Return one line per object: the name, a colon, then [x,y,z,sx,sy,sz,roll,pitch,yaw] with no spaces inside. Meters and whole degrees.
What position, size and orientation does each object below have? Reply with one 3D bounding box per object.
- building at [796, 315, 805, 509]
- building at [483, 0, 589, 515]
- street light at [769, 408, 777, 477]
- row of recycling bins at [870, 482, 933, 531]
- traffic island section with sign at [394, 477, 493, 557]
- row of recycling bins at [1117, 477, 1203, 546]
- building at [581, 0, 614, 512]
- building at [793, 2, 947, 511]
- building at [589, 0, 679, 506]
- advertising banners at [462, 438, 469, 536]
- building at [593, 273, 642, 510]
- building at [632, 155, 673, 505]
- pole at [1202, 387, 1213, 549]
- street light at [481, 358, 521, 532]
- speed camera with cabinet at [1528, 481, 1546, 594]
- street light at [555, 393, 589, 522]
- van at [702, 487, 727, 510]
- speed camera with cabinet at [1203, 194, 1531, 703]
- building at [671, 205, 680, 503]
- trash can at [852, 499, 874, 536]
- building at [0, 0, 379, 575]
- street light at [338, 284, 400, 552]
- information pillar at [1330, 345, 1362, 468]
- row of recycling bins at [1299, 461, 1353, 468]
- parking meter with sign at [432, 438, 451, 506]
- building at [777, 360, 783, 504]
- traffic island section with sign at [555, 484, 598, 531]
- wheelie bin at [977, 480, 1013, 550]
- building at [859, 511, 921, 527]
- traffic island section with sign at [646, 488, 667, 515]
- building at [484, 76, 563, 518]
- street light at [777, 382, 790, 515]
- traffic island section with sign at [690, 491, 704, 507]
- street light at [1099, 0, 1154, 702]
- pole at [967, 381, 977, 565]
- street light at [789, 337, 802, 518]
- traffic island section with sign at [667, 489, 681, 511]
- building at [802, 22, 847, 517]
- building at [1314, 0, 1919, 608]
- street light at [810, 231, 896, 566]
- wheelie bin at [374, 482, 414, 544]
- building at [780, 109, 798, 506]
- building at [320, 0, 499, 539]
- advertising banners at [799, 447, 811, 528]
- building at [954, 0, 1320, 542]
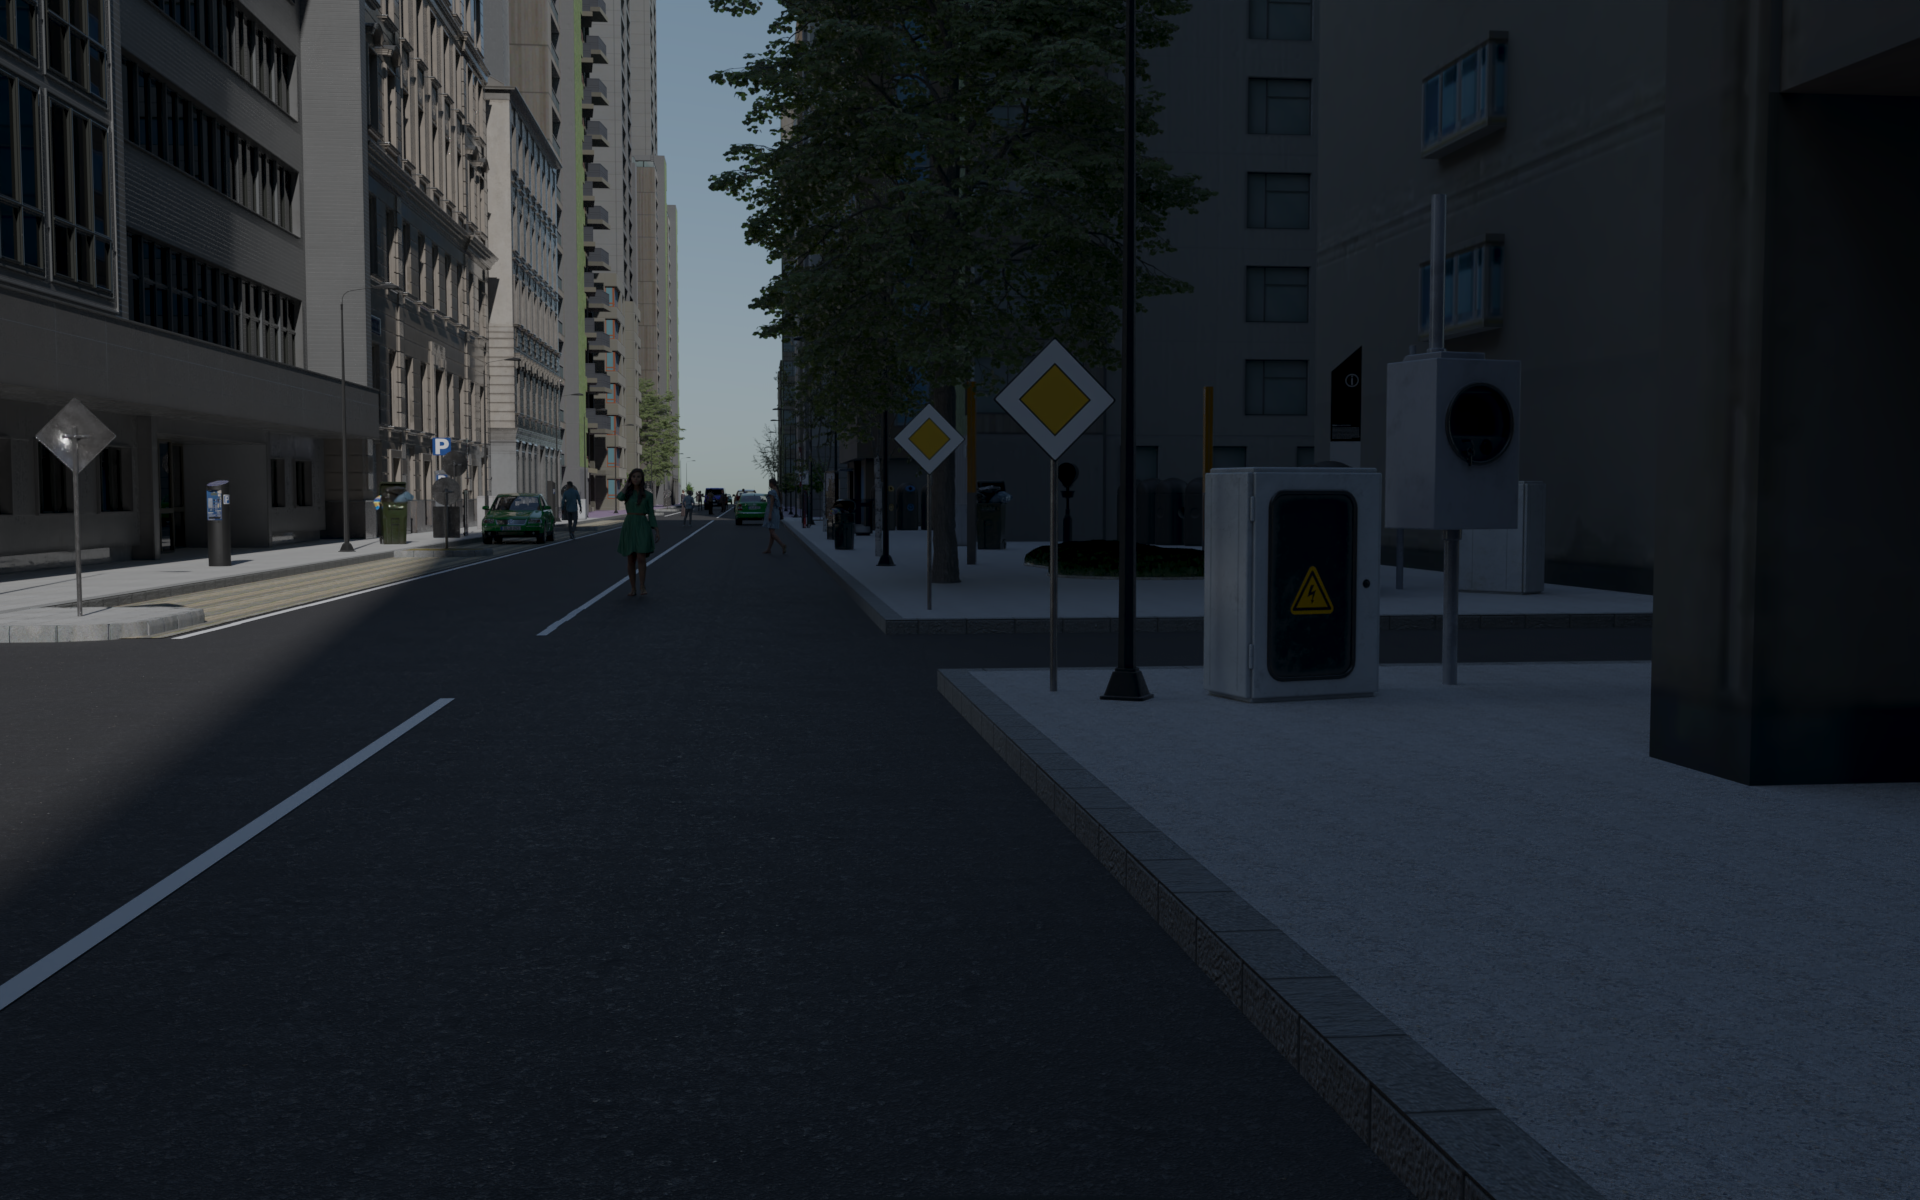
building: [0.815,-18.162,141.980,27.650,21.520,28.899,0,4,-7]
building: [-29.066,-25.346,98.009,14.154,41.232,14.086,0,4,-7]
street light: [-9.426,-7.410,93.696,1.470,5.913,1.316,0,4,-7]
row of recycling bins: [-1.455,-3.326,61.485,3.534,1.692,1.069,-1,4,-18]
traffic island section with sign: [-11.865,-1.915,39.932,1.989,1.847,2.006,0,4,-7]
row of recycling bins: [5.191,-2.248,43.875,1.069,1.692,3.534,-2,4,-32]
building: [-35.864,-28.398,118.936,22.147,44.769,28.867,0,4,-7]
building: [-8.394,-31.297,161.819,14.600,45.320,14.200,0,4,-7]
building: [-46.383,-47.719,218.450,20.563,71.187,20.611,0,4,-7]
advertising banners: [-15.269,-3.508,53.551,0.090,3.025,2.074,-1,4,-12]
building: [-42.276,-18.559,148.481,27.650,21.520,28.899,0,4,-7]
building: [-41.542,-31.737,202.502,14.154,41.232,14.086,0,4,-7]
pole: [4.713,-2.392,32.954,0.158,3.312,0.155,0,3,0]
street light: [-15.622,-5.289,59.017,1.470,5.913,1.316,0,4,-7]
speed camera with cabinet: [6.645,-1.741,22.800,2.038,3.252,0.660,3,5,45]
street light: [-18.010,-6.556,79.737,1.470,5.913,1.316,0,4,-7]
van: [-22.429,-9.440,158.727,2.240,2.365,5.245,0,4,-5]
speed camera with cabinet: [2.598,-1.026,11.114,2.038,3.252,0.660,-1,4,-22]
building: [-45.903,-33.862,237.244,14.154,41.232,14.086,0,4,-7]
trash can: [-2.993,-2.555,53.433,0.748,1.137,0.748,0,3,0]
building: [-21.241,-13.010,31.781,14.314,24.678,30.058,0,4,-7]
street light: [-13.093,-4.028,38.393,1.470,5.913,1.316,0,4,-7]
information pillar: [6.099,-2.202,27.353,0.504,3.616,0.183,1,4,13]
row of recycling bins: [4.791,-0.966,22.915,1.069,1.692,3.534,0,4,7]
parking meter with sign: [-15.788,-3.455,52.743,0.543,3.016,1.738,-1,4,-15]
building: [-11.091,-24.099,239.065,27.650,21.520,28.899,0,4,-7]
traffic island section with sign: [-15.089,-3.574,67.060,1.989,1.847,2.006,0,4,-7]
wheelie bin: [0.741,-1.971,40.138,0.980,1.594,0.693,1,4,13]
building: [1.982,-25.954,74.456,14.600,45.320,14.200,0,4,-7]
traffic island section with sign: [-21.125,-6.660,117.514,1.989,1.847,2.006,0,4,-7]
building: [-24.738,-14.256,82.236,9.793,20.994,18.267,0,4,-7]
street light: [-6.723,-6.076,71.885,1.470,5.913,1.316,0,4,-7]
traffic island section with sign: [-34.029,-13.272,225.624,1.989,1.847,2.006,0,4,-7]
street light: [0.510,-2.330,10.639,1.470,5.913,1.316,0,4,-7]
pole: [0.214,-2.300,31.454,0.158,3.312,0.155,0,3,0]
street light: [-4.223,-4.818,51.312,1.470,5.913,1.316,0,4,-7]
traffic island section with sign: [-24.316,-8.297,144.280,1.989,1.847,2.006,0,4,-7]
building: [0.480,-34.764,110.395,21.231,58.520,28.212,0,4,-7]
building: [18.109,-24.887,30.606,21.600,48.544,21.300,0,4,-7]
street light: [-1.862,-3.558,30.723,1.470,5.913,1.316,0,4,-7]
wheelie bin: [-14.450,-2.224,44.270,0.980,1.594,0.693,-2,4,-27]
building: [-12.234,-30.786,186.942,14.154,41.232,14.086,0,4,-7]
building: [-23.890,-16.049,59.657,12.463,27.353,25.104,0,4,-7]
advertising banners: [-5.844,-4.211,65.043,0.090,3.025,2.074,0,4,7]
building: [6.422,-22.584,52.851,14.154,41.232,14.086,0,4,-7]
